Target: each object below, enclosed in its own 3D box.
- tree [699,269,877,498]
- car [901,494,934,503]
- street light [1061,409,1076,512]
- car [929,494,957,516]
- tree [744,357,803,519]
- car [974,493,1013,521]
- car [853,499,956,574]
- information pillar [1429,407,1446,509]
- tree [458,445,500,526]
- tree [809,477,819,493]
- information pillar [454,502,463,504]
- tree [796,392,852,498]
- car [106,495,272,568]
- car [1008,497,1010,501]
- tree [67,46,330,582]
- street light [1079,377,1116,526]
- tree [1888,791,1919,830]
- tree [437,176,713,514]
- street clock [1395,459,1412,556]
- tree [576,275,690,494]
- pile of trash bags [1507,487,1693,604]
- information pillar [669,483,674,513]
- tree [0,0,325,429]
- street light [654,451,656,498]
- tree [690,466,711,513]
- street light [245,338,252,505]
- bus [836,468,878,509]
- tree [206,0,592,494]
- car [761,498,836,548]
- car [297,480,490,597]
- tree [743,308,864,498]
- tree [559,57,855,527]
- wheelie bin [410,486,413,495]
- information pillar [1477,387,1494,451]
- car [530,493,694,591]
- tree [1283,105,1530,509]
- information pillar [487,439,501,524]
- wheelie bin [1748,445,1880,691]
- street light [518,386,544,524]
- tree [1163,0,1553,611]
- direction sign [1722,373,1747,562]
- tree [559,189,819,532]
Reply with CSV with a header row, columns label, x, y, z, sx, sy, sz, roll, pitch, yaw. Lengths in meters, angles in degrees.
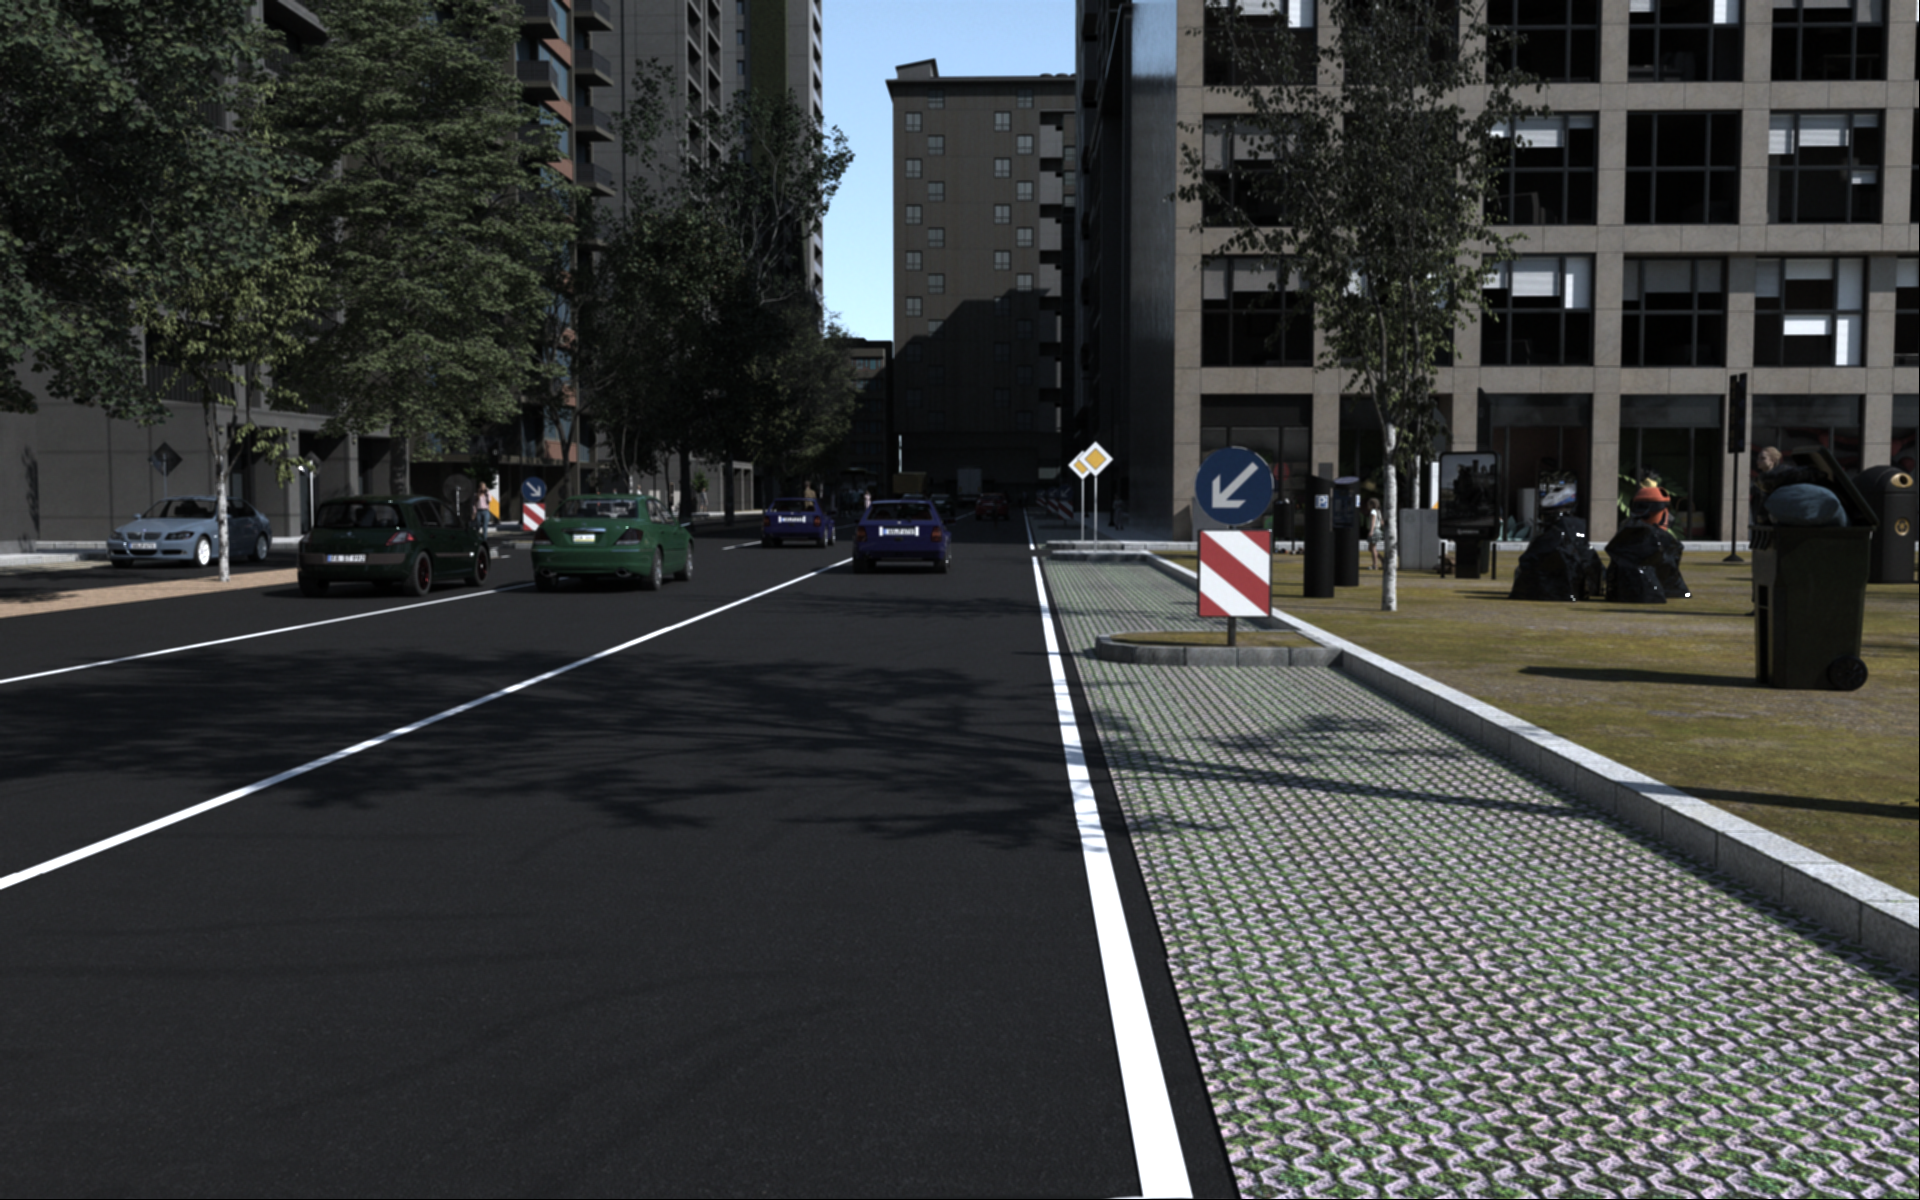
label,x,y,z,sx,sy,sz,roll,pitch,yaw
tree,-9.595,-11.074,93.879,12.009,13.543,11.850,0,3,0
car,-2.557,-5.288,98.254,2.131,1.459,4.920,0,4,3
street light,6.408,-7.482,94.871,1.470,5.913,1.316,0,4,2
car,-1.247,-6.172,112.717,2.131,1.459,4.920,0,4,1
tree,-9.703,-8.119,85.570,4.737,8.622,4.395,0,3,0
car,1.812,-5.279,95.353,2.155,1.783,4.494,0,4,3
car,-1.056,-1.223,32.572,1.945,1.354,3.894,0,4,1
information pillar,12.375,-3.277,44.931,0.504,3.616,0.183,-2,4,-29
tree,-19.184,-4.548,68.960,1.663,3.219,1.824,0,3,0
tree,-15.258,-11.096,176.021,1.663,3.219,1.824,0,3,0
information pillar,-21.712,-4.311,74.971,0.304,2.012,0.304,2,4,30
tree,-8.831,-9.604,109.852,4.360,8.622,3.978,0,3,0
car,-15.525,-1.414,35.116,2.014,1.417,4.499,0,4,0
car,3.782,-9.645,166.728,2.155,1.783,4.494,0,4,3
tree,-11.951,-4.580,27.707,4.737,8.622,4.395,0,3,0
street light,5.483,-5.873,68.566,1.470,5.913,1.316,0,4,2
tree,4.377,-4.935,6.443,9.928,11.665,9.643,0,3,0
tree,-11.087,-6.883,49.400,8.767,10.594,7.601,0,4,2
street clock,9.071,-1.897,35.593,0.358,2.002,0.471,3,4,38
tree,-11.038,-6.426,57.888,4.360,8.622,3.978,0,3,0
pile of trash bags,8.279,-0.738,21.812,1.912,1.369,3.447,3,4,37
information pillar,-19.864,-6.999,118.926,0.304,2.012,0.304,3,5,40
tree,-12.013,-6.750,19.483,9.857,13.997,8.962,0,3,0
street light,-17.161,-7.814,100.296,1.470,5.913,1.316,0,4,2
tree,-18.004,-7.622,119.217,1.663,3.219,1.824,0,3,0
street light,-18.906,-4.573,47.304,1.470,5.913,1.316,0,4,2
bus,-9.686,-10.650,165.673,2.896,3.916,12.252,0,4,3
tree,-11.369,-6.992,34.906,7.486,12.596,7.792,0,3,0
car,-4.373,-2.113,47.134,1.945,1.354,3.894,0,4,1
car,-8.271,-0.966,25.574,2.009,1.686,4.222,0,4,2
tree,-9.482,-11.202,103.740,7.486,12.596,7.792,0,3,0
tree,-11.258,-13.308,75.934,12.611,20.169,13.585,0,3,0
wheelie bin,-22.947,-3.884,71.406,0.980,1.594,0.693,-2,4,-34
information pillar,11.455,-2.845,37.872,0.183,3.616,0.504,-1,4,-19
car,-5.366,-0.938,27.136,2.131,1.459,4.920,0,4,1
tree,8.317,-5.015,32.359,4.737,8.622,4.395,0,3,0
information pillar,-19.939,-5.059,74.072,0.504,3.616,0.183,-3,5,-43
wheelie bin,5.637,-0.220,11.509,0.693,1.594,0.980,1,4,9
street light,-18.095,-6.172,73.460,1.470,5.913,1.316,0,4,2
tree,4.506,-4.181,18.718,4.360,8.622,3.978,0,3,0
direction sign,14.704,-2.497,32.824,0.379,3.537,0.876,0,4,6
tree,-10.318,-8.890,64.816,9.611,12.733,9.660,0,3,0
